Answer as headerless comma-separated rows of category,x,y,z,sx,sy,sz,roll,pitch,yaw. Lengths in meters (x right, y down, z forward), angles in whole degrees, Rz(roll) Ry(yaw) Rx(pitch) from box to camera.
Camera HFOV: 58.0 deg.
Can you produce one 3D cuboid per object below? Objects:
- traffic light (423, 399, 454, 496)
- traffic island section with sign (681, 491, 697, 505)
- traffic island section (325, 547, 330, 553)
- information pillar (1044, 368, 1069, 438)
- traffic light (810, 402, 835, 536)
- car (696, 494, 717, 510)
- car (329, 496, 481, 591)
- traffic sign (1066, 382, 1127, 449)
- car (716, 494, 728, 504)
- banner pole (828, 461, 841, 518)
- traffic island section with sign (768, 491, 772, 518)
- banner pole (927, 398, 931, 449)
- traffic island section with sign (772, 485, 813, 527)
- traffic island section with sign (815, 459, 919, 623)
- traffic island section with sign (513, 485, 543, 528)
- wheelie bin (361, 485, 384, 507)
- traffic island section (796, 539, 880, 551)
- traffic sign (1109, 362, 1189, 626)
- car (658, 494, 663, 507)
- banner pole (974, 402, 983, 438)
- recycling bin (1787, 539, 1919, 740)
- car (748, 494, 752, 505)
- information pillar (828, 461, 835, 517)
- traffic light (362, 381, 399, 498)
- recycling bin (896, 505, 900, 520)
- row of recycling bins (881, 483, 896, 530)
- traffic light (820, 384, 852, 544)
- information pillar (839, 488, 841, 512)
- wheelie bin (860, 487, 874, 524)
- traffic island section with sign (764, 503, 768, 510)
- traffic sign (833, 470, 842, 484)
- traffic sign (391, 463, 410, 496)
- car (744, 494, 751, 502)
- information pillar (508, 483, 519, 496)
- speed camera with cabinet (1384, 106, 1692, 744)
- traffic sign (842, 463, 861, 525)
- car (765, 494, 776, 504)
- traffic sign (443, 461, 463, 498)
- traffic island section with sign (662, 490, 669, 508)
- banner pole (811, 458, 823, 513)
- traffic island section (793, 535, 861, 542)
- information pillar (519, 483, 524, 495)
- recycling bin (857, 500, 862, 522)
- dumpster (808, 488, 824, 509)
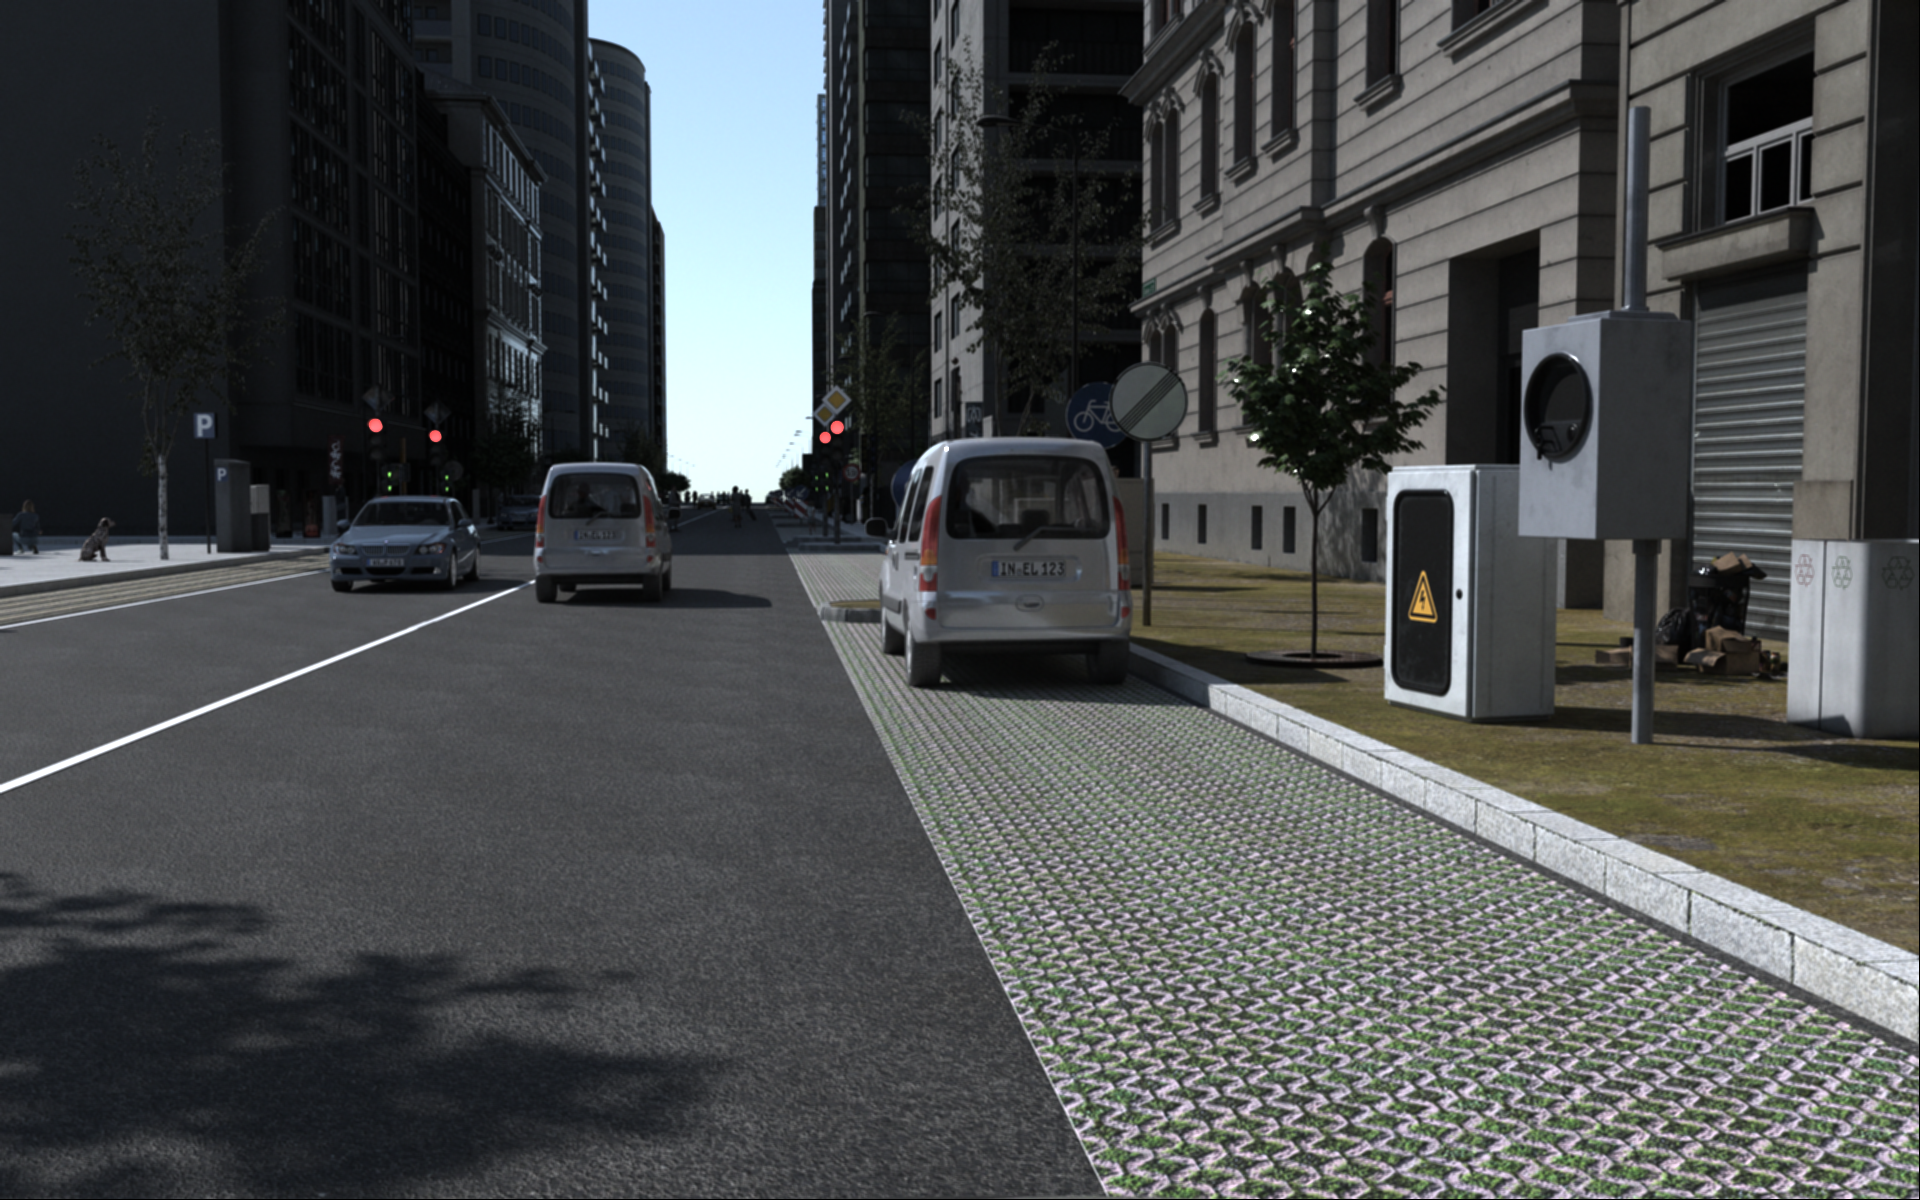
traffic light,-15.386,-3.803,51.107,0.839,4.253,0.868,0,4,-7
traffic island section with sign,-36.492,-13.700,232.630,1.989,1.847,2.006,0,4,-7
traffic island section,-14.506,-1.286,43.305,2.009,0.180,2.903,0,4,-7
information pillar,1.807,-2.495,32.153,0.504,3.616,0.183,2,4,27
traffic light,-4.102,-3.884,52.428,0.839,4.253,0.868,0,4,-7
car,-23.682,-9.277,161.906,2.015,1.641,3.980,0,4,-7
car,-8.611,-0.927,27.160,2.014,1.417,4.499,-1,4,-8
traffic sign,1.584,-1.202,19.756,0.768,2.556,0.104,0,4,-1
car,-35.061,-15.111,255.860,1.959,1.807,4.718,0,4,-5
banner pole,-6.780,-6.361,94.011,0.863,3.779,0.401,2,4,33
traffic island section with sign,-10.123,-5.704,101.882,1.989,1.847,2.006,0,4,-7
banner pole,-0.795,-3.353,44.841,0.401,3.779,0.863,0,4,-3
traffic island section with sign,-7.014,-4.066,75.106,1.989,1.847,2.006,0,4,-7
traffic island section with sign,-0.624,-0.698,20.035,1.989,1.847,2.006,0,4,-7
traffic island section with sign,-18.028,-3.977,73.656,1.989,1.847,2.006,0,4,-7
wheelie bin,-21.174,-3.343,62.569,0.980,1.594,0.693,3,5,40
traffic island section,-3.140,-1.366,44.614,2.009,0.180,2.903,0,4,-7
traffic sign,1.820,-1.021,16.799,0.768,2.556,0.104,0,4,0
car,-15.177,-4.479,81.903,2.281,1.827,5.304,0,4,-8
banner pole,0.193,-3.146,41.456,0.863,3.779,0.401,2,4,27
recycling bin,5.025,0.193,9.403,0.722,1.027,0.722,0,4,-5
car,-29.100,-13.591,234.214,2.014,1.417,4.499,0,4,-7
information pillar,-7.270,-6.496,97.566,0.504,3.616,0.183,2,4,35
traffic light,-14.465,-3.318,43.175,0.839,4.253,0.868,0,4,-7
recycling bin,-1.667,-2.780,58.003,0.722,1.027,0.722,-2,4,-34
row of recycling bins,-1.997,-3.265,60.497,1.069,1.692,3.534,-1,4,-18
traffic light,-3.181,-3.399,44.496,0.839,4.253,0.868,0,4,-7
information pillar,-7.856,-7.312,110.908,0.504,3.616,0.183,-2,4,-28
wheelie bin,-3.803,-4.062,74.320,0.980,1.594,0.693,-3,4,-36
traffic island section with sign,-15.839,-8.714,151.103,1.989,1.847,2.006,0,4,-7
traffic sign,-6.431,-5.546,90.782,0.768,2.556,0.104,0,4,0
traffic sign,-18.547,-3.383,57.442,0.606,2.300,0.079,0,4,1
car,-22.674,-10.257,179.502,2.131,1.459,4.920,0,4,-7
information pillar,-23.947,-5.395,92.693,0.304,2.012,0.304,2,4,23
speed camera with cabinet,3.115,-0.932,9.578,0.660,3.252,2.038,-1,4,-16
traffic sign,-4.486,-4.382,71.749,0.768,2.556,0.104,0,4,-5
car,-27.258,-14.798,250.746,1.959,1.807,4.718,0,4,-5
traffic sign,-19.335,-4.034,66.061,0.768,2.556,0.104,0,4,-6
traffic island section with sign,-30.071,-10.322,177.396,1.989,1.847,2.006,0,4,-7
banner pole,-9.829,-7.863,118.572,0.863,3.779,0.401,-2,4,-27
traffic island section,-4.061,-1.851,52.547,2.009,0.180,2.903,0,4,-7
information pillar,-23.835,-5.468,93.889,0.304,2.012,0.304,3,5,39
recycling bin,-4.340,-4.088,79.393,0.722,1.027,0.722,-1,4,-19
dumpster,-10.163,-7.201,123.487,1.264,1.857,1.865,0,4,-7
